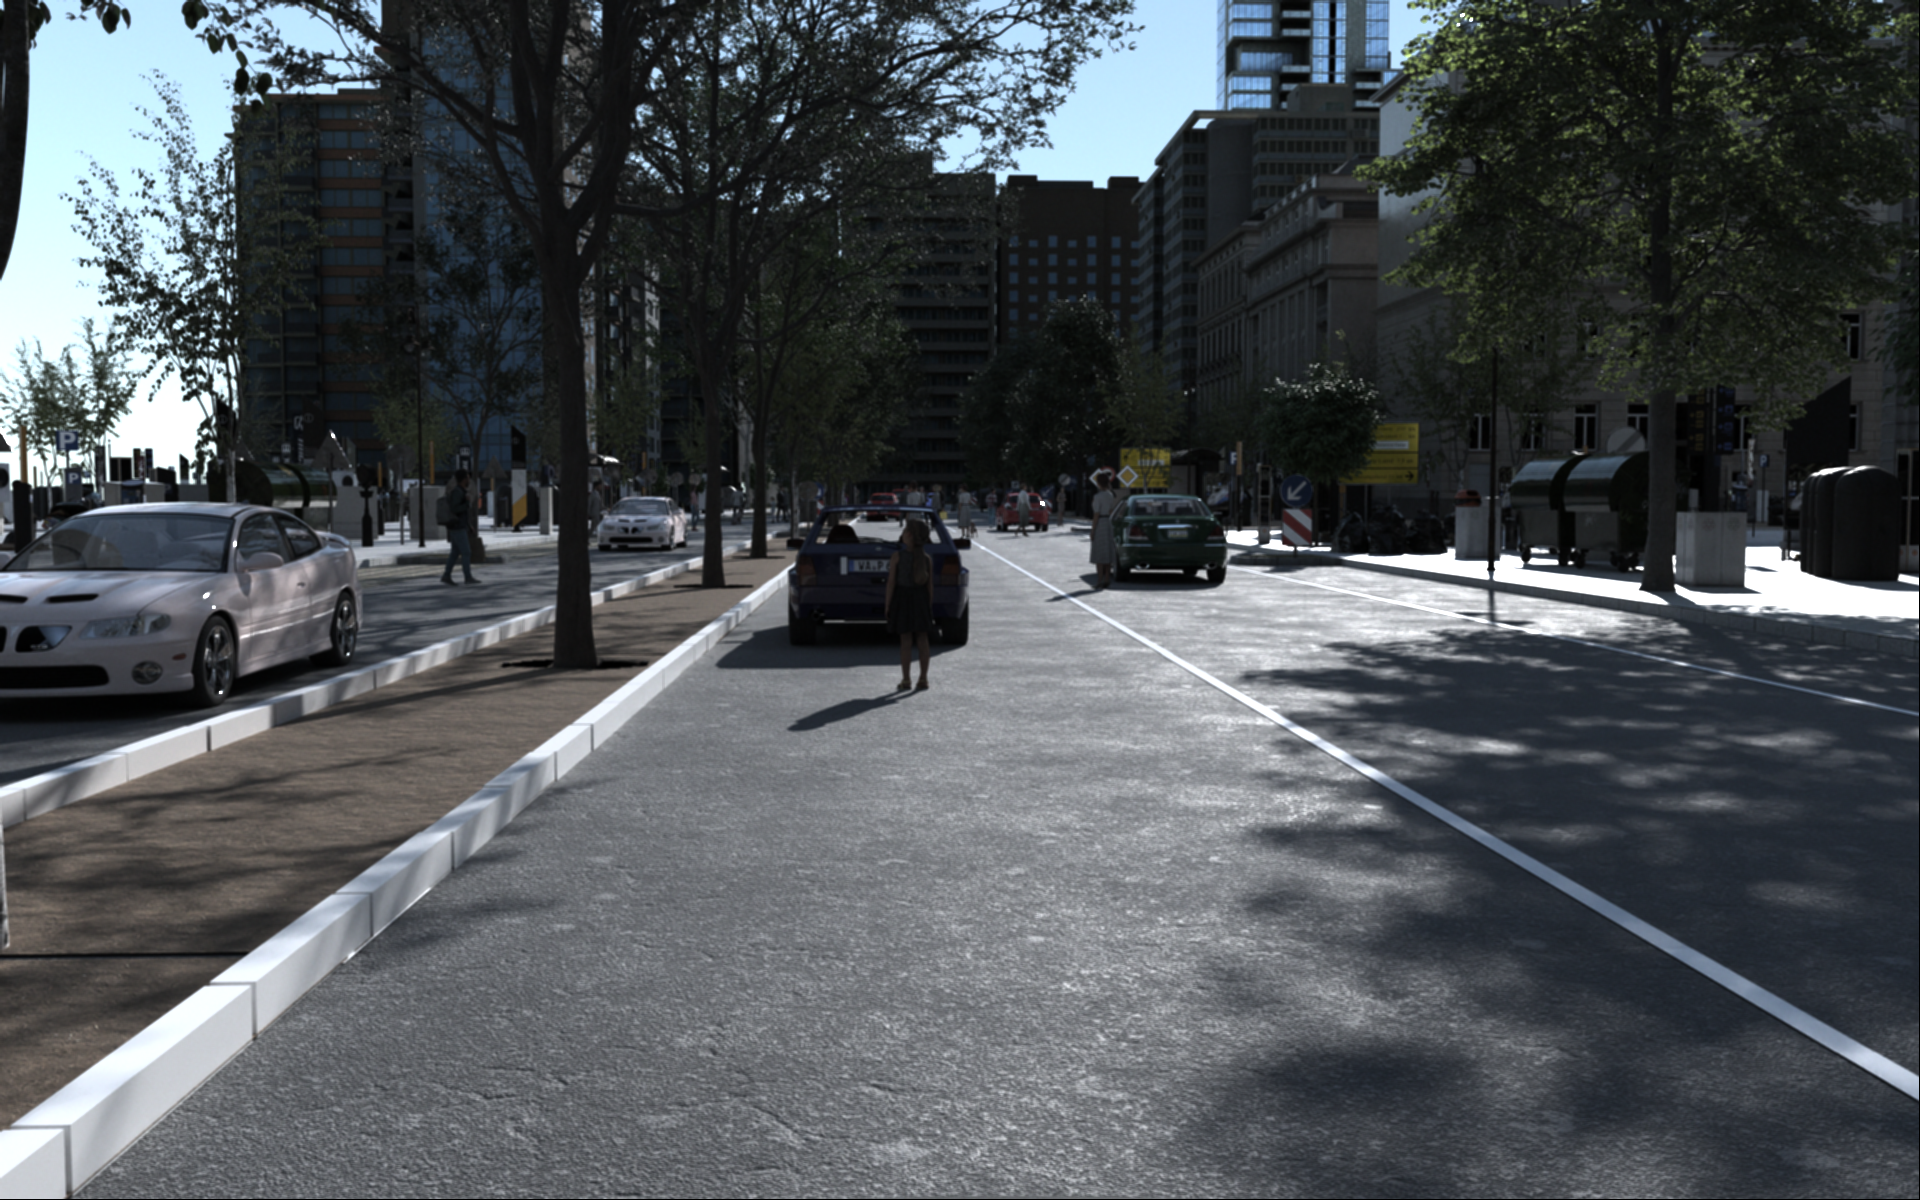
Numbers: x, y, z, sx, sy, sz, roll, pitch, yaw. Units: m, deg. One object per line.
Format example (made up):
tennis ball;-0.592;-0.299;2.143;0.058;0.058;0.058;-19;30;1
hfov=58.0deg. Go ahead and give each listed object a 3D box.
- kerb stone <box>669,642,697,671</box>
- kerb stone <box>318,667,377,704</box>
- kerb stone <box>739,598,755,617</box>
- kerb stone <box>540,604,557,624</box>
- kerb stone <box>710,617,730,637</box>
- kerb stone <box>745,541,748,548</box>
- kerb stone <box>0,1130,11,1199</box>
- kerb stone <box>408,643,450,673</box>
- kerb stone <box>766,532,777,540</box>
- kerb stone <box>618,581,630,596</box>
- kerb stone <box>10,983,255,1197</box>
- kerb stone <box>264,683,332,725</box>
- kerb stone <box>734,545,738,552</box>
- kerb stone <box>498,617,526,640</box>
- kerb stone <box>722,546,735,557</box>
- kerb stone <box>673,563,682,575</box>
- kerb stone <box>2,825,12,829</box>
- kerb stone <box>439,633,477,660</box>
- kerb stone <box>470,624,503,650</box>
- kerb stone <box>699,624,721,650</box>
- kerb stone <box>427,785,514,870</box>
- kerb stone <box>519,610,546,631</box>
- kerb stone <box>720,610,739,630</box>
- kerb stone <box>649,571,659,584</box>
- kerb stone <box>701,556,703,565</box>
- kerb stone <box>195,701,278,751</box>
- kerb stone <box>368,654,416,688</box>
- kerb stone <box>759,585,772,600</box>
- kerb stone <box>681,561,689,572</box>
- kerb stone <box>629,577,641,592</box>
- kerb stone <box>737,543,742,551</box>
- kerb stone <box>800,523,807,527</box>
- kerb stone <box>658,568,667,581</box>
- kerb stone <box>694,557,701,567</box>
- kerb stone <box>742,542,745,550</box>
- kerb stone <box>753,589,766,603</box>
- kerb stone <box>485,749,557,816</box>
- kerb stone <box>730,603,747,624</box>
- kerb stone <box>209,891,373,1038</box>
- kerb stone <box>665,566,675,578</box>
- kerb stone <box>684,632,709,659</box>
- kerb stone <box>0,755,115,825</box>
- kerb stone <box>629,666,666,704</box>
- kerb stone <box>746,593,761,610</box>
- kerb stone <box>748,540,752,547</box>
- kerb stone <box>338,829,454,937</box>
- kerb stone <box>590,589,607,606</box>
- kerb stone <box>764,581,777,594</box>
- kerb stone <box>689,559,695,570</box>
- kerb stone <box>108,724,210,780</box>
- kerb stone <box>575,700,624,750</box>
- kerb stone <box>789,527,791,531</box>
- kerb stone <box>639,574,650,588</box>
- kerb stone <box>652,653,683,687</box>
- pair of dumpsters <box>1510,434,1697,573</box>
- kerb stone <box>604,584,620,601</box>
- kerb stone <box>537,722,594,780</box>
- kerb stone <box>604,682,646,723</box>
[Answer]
kerb stone;-2.305;0.488;14.255;0.120;0.150;1.000;0;4;-2
kerb stone;-4.320;0.615;12.146;0.120;0.150;1.000;0;4;-2
kerb stone;-2.551;0.109;20.407;0.120;0.150;1.000;0;4;-2
kerb stone;-4.608;0.176;19.320;0.120;0.150;1.000;0;4;-2
kerb stone;-2.433;0.305;17.328;0.120;0.150;1.000;0;4;-2
kerb stone;-5.655;-1.389;44.909;0.120;0.150;1.000;0;4;-2
kerb stone;-1.850;1.174;3.002;0.120;0.150;1.000;0;4;-2
kerb stone;-4.395;0.491;14.200;0.120;0.150;1.000;0;4;-2
kerb stone;-6.107;-2.076;56.162;0.120;0.150;1.000;0;4;-2
kerb stone;-4.824;-0.134;24.430;0.120;0.150;1.000;0;4;-2
kerb stone;-1.889;1.111;4.023;0.120;0.150;1.000;0;4;-2
kerb stone;-4.277;0.677;11.125;0.120;0.150;1.000;0;4;-2
kerb stone;-5.525;-1.201;41.834;0.120;0.150;1.000;0;4;-2
kerb stone;-4.524;0.301;17.277;0.120;0.150;1.000;0;4;-2
kerb stone;-5.478;-1.139;40.814;0.120;0.150;1.000;0;4;-2
kerb stone;-5.066;-0.512;30.565;0.120;0.150;1.000;0;4;-2
kerb stone;-4.113;0.928;7.032;0.120;0.150;1.000;0;4;-2
kerb stone;-4.448;0.426;15.224;0.120;0.150;1.000;0;4;-2
kerb stone;-4.488;0.365;16.248;0.120;0.150;1.000;0;4;-2
kerb stone;-2.382;0.361;16.298;0.120;0.150;1.000;0;4;-2
kerb stone;-2.008;0.927;7.100;0.120;0.150;1.000;0;4;-2
kerb stone;-4.565;0.238;18.299;0.120;0.150;1.000;0;4;-2
kerb stone;-2.471;0.238;18.357;0.120;0.150;1.000;0;4;-2
kerb stone;-4.946;-0.324;27.501;0.120;0.150;1.000;0;4;-2
kerb stone;-5.241;-0.760;34.665;0.120;0.150;1.000;0;4;-2
kerb stone;-4.233;0.741;10.099;0.120;0.150;1.000;0;4;-2
kerb stone;-4.353;0.552;13.174;0.120;0.150;1.000;0;4;-2
kerb stone;-2.676;-0.074;23.486;0.120;0.150;1.000;0;4;-2
kerb stone;-5.108;-0.575;31.591;0.120;0.150;1.000;0;4;-2
kerb stone;-4.864;-0.194;25.455;0.120;0.150;1.000;0;4;-2
kerb stone;-5.571;-1.261;42.867;0.120;0.150;1.000;0;4;-2
kerb stone;-6.965;-3.366;77.235;0.120;0.150;1.000;0;4;-2
kerb stone;-4.992;-0.387;28.522;0.120;0.150;1.000;0;4;-2
kerb stone;-5.194;-0.698;33.644;0.120;0.150;1.000;0;4;-2
kerb stone;-5.606;-1.326;43.888;0.120;0.150;1.000;0;4;-2
kerb stone;-2.641;-0.011;22.457;0.120;0.150;1.000;0;4;-2
kerb stone;-2.057;0.861;8.120;0.120;0.150;1.000;0;4;-2
kerb stone;-2.509;0.174;19.381;0.120;0.150;1.000;0;4;-2
kerb stone;-1.933;1.048;5.057;0.120;0.150;1.000;0;4;-2
kerb stone;-5.022;-0.449;29.544;0.120;0.150;1.000;0;4;-2
kerb stone;-2.345;0.423;15.277;0.120;0.150;1.000;0;4;-2
kerb stone;-4.157;0.867;8.057;0.120;0.150;1.000;0;4;-2
kerb stone;-2.219;0.611;12.213;0.120;0.150;1.000;0;4;-2
kerb stone;-2.596;0.049;21.436;0.120;0.150;1.000;0;4;-2
kerb stone;-5.690;-1.452;45.931;0.120;0.150;1.000;0;4;-2
kerb stone;-1.972;0.986;6.078;0.120;0.150;1.000;0;4;-2
kerb stone;-4.735;-0.012;22.385;0.120;0.150;1.000;0;4;-2
kerb stone;-2.723;-0.140;24.507;0.120;0.150;1.000;0;4;-2
kerb stone;-5.154;-0.637;32.612;0.120;0.150;1.000;0;4;-2
kerb stone;-4.203;0.802;9.077;0.120;0.150;1.000;0;4;-2
kerb stone;-2.128;0.736;10.169;0.120;0.150;1.000;0;4;-2
kerb stone;-6.629;-2.865;69.031;0.120;0.150;1.000;0;4;-2
kerb stone;-4.906;-0.262;26.480;0.120;0.150;1.000;0;4;-2
kerb stone;-2.259;0.549;13.234;0.120;0.150;1.000;0;4;-2
pair of dumpsters;11.143;-1.693;30.174;1.574;2.255;4.437;0;4;-2
kerb stone;-4.772;-0.074;23.406;0.120;0.150;1.000;0;4;-2
kerb stone;-2.094;0.801;9.148;0.120;0.150;1.000;0;4;-2
kerb stone;-2.175;0.673;11.192;0.120;0.150;1.000;0;4;-2
